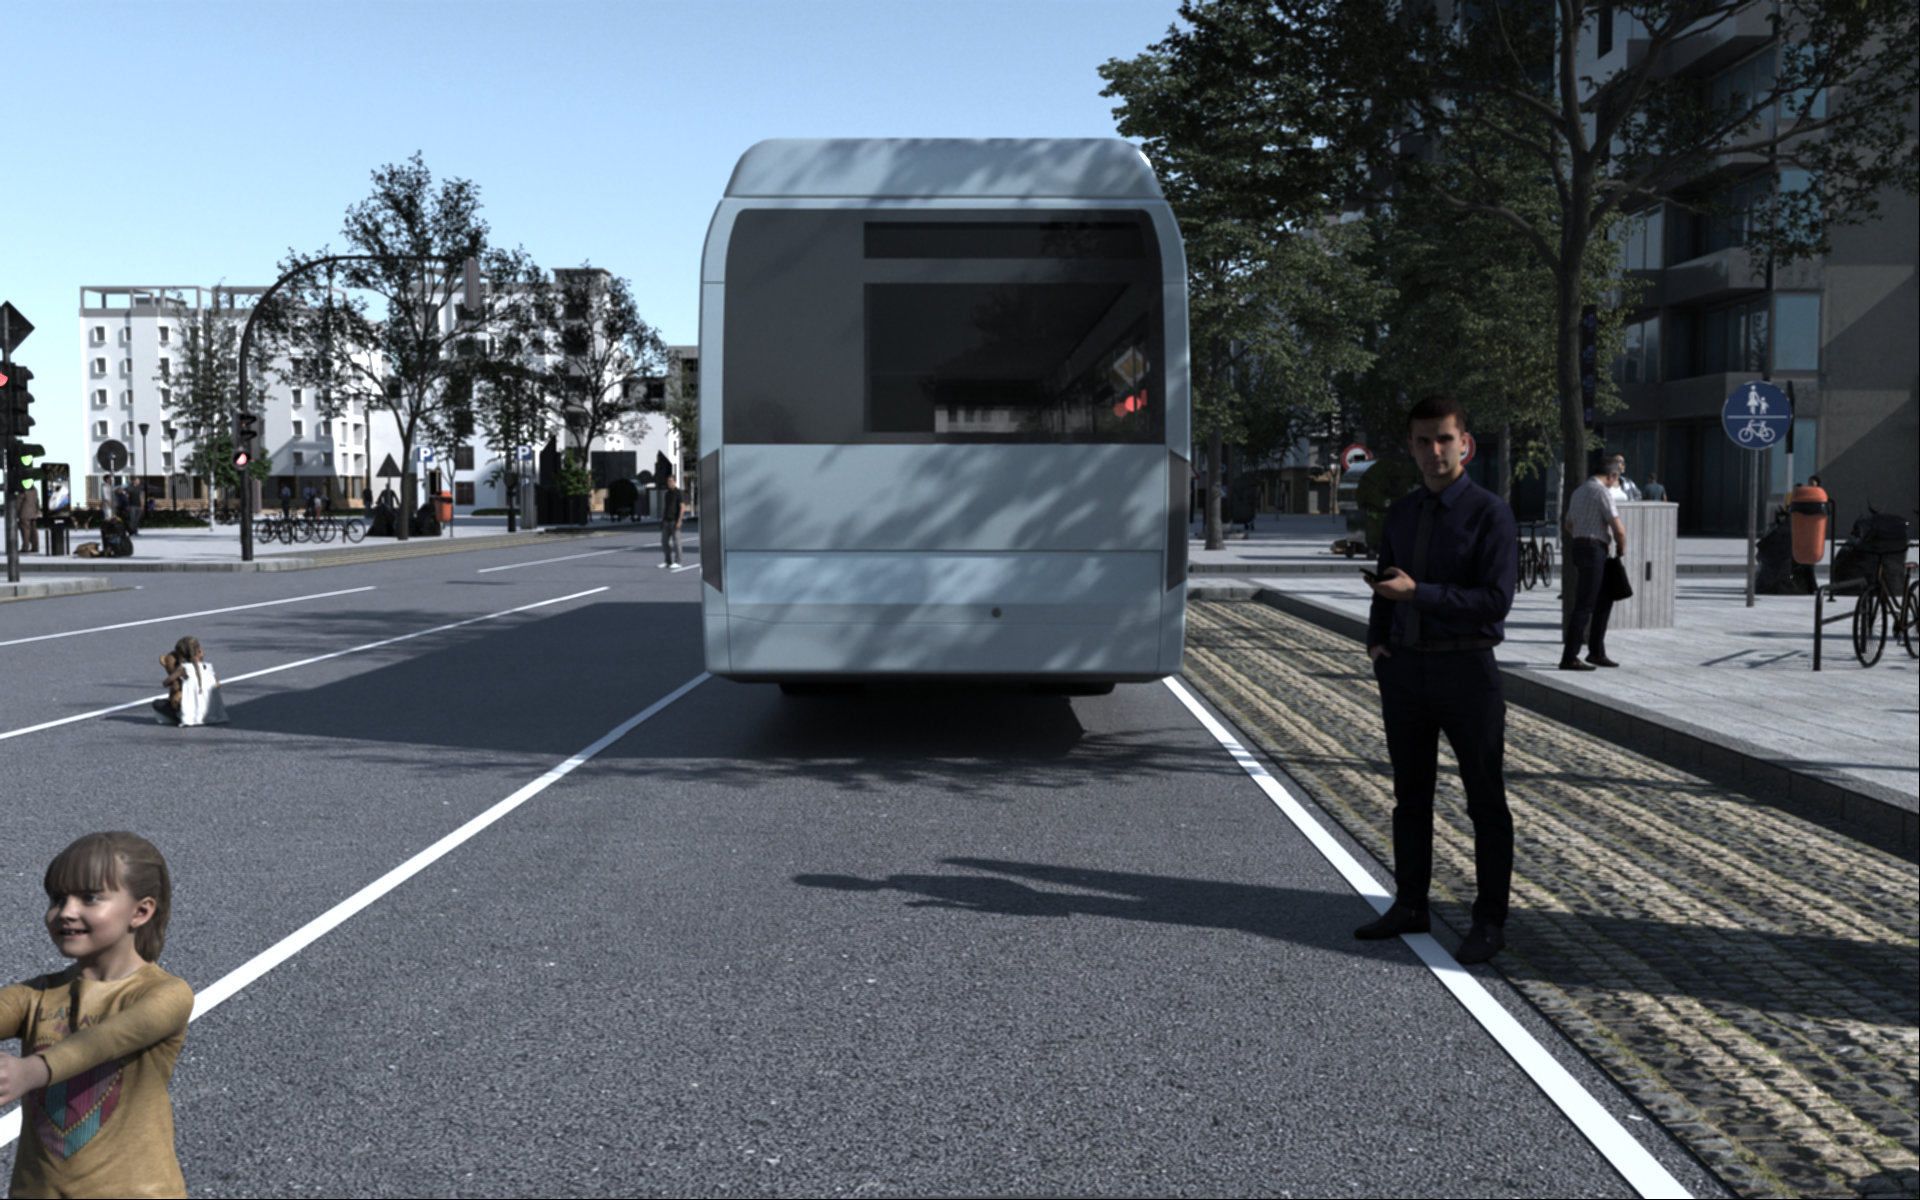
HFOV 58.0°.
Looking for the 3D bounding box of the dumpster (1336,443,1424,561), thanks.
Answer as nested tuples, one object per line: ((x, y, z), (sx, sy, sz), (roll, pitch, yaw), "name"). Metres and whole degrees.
((8.316, -1.923, 33.931), (1.502, 2.255, 1.985), (0, 4, 1), "dumpster")

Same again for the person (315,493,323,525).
((-26.654, -3.795, 71.995), (0.435, 1.345, 0.340), (3, 4, 36), "person")

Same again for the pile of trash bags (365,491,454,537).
((-16.286, -2.581, 51.958), (3.447, 1.369, 1.912), (3, 5, 40), "pile of trash bags")

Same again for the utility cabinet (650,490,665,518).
((-16.333, -5.163, 93.097), (0.318, 1.500, 1.173), (-2, 4, -28), "utility cabinet")

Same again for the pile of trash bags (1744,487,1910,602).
((10.957, -0.748, 21.980), (1.912, 1.369, 3.447), (2, 4, 32), "pile of trash bags")

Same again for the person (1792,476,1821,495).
((16.819, -1.646, 34.420), (0.566, 1.644, 0.517), (0, 4, 6), "person")

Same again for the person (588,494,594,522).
((-17.275, -4.315, 80.503), (0.340, 1.345, 0.435), (3, 4, 37), "person")

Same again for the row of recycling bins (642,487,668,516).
((-18.062, -5.834, 102.502), (1.069, 1.692, 3.534), (-2, 4, -27), "row of recycling bins")

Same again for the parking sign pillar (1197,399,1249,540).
((7.427, -3.688, 48.771), (1.447, 3.967, 1.447), (1, 4, 16), "parking sign pillar")

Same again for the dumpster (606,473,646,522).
((-15.231, -4.677, 78.963), (1.502, 2.255, 1.985), (0, 4, 1), "dumpster")

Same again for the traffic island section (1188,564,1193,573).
((3.282, -0.657, 33.024), (2.009, 0.180, 2.903), (0, 4, 1), "traffic island section")

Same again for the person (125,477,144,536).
((-25.107, -2.847, 52.713), (0.434, 1.807, 0.598), (2, 4, 31), "person")

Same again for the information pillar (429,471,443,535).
((-16.542, -3.066, 54.629), (0.304, 2.012, 0.304), (1, 4, 8), "information pillar")

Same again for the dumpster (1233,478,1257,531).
((9.824, -3.411, 61.536), (1.264, 1.857, 1.865), (0, 4, 1), "dumpster")

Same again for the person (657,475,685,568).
((-5.621, -1.530, 33.648), (0.434, 1.807, 0.598), (-3, 4, -36), "person")

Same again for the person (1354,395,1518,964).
((1.465, 0.230, 5.445), (0.576, 1.737, 0.504), (3, 5, 43), "person")

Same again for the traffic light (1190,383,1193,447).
((1.021, -3.067, 24.819), (4.771, 5.953, 1.251), (0, 4, 1), "traffic light")

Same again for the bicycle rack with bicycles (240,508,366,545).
((-17.386, -1.941, 45.115), (2.925, 0.926, 2.852), (2, 4, 28), "bicycle rack with bicycles")

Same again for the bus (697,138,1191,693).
((-0.103, -1.269, 15.603), (2.948, 3.499, 13.247), (0, 4, 0), "bus")

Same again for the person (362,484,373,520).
((-29.611, -4.923, 86.656), (0.434, 1.807, 0.598), (3, 5, 42), "person")

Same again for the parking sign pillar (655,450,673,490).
((-18.183, -7.210, 106.358), (1.447, 3.967, 1.447), (-3, 5, -45), "parking sign pillar")

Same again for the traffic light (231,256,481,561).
((-11.584, -3.578, 33.166), (4.771, 5.953, 1.251), (0, 4, 1), "traffic light")

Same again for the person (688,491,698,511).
((-20.520, -7.778, 134.043), (1.217, 1.723, 0.721), (2, 4, 32), "person")

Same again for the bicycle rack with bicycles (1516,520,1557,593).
((8.103, -0.603, 23.244), (2.852, 0.926, 2.925), (3, 4, 39), "bicycle rack with bicycles")

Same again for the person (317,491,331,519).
((-29.880, -4.403, 81.220), (0.628, 1.438, 0.799), (1, 4, 11), "person")

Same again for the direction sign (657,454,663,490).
((-17.000, -6.497, 98.226), (0.379, 3.537, 0.876), (1, 4, 9), "direction sign")

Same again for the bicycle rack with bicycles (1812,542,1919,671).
((7.655, 0.038, 12.756), (2.852, 0.926, 2.925), (3, 4, 38), "bicycle rack with bicycles")

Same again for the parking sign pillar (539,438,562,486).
((-18.785, -5.566, 79.478), (1.447, 3.967, 1.447), (-3, 5, -44), "parking sign pillar")

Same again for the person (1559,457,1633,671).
((4.653, -0.274, 12.736), (0.590, 1.554, 0.614), (-1, 4, -8), "person")

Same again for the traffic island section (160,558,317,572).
((-13.717, -0.674, 33.300), (2.009, 0.180, 2.903), (0, 4, 1), "traffic island section")

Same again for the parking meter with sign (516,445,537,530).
((-15.604, -4.052, 62.509), (0.543, 3.016, 1.738), (0, 4, -6), "parking meter with sign")

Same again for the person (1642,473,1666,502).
((17.288, -2.264, 43.190), (0.598, 1.807, 0.434), (1, 4, 16), "person")

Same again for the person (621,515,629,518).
((-18.002, -4.828, 92.898), (0.347, 0.859, 0.695), (-3, 4, -37), "person")

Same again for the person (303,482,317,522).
((-29.462, -4.445, 78.593), (0.709, 1.838, 0.599), (-2, 4, -30), "person")

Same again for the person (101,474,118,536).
((-22.597, -2.443, 46.126), (0.789, 1.805, 0.875), (0, 4, -7), "person")

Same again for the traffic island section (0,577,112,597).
((-13.845, -0.186, 25.316), (2.009, 0.180, 2.903), (0, 4, 1), "traffic island section")

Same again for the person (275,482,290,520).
((-31.216, -4.520, 79.807), (0.709, 1.838, 0.599), (3, 5, 39), "person")

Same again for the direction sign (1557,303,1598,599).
((7.510, -1.779, 21.088), (0.379, 3.537, 0.876), (0, 4, -5), "direction sign")

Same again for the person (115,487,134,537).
((-24.889, -2.606, 51.343), (0.600, 1.496, 0.574), (-1, 4, -9), "person")

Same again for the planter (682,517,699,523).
((-12.564, -3.898, 84.876), (1.991, 0.319, 1.994), (0, 4, 1), "planter")

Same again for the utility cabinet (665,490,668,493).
((-16.164, -5.235, 94.273), (0.318, 1.500, 1.173), (-3, 5, -42), "utility cabinet")

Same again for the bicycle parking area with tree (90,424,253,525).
((-34.044, -5.282, 73.366), (9.016, 4.147, 8.231), (0, 4, 1), "bicycle parking area with tree")

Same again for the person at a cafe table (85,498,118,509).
((-52.135, -5.946, 105.734), (1.622, 1.524, 1.698), (1, 4, 17), "person at a cafe table")

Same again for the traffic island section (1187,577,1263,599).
((3.154, -0.169, 25.040), (2.009, 0.180, 2.903), (0, 4, 1), "traffic island section")

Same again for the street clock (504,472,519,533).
((-14.956, -3.252, 57.747), (0.471, 2.002, 0.358), (2, 4, 29), "street clock")

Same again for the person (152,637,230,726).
((-4.798, 0.499, 10.819), (0.357, 0.543, 0.381), (2, 4, 25), "person")

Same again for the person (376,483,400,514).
((-24.926, -4.213, 75.473), (0.990, 1.755, 0.434), (0, 4, -4), "person")

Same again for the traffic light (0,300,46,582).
((-13.805, -2.218, 25.181), (0.839, 4.253, 0.868), (0, 4, 1), "traffic light")

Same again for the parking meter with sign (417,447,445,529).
((-19.321, -4.110, 63.461), (0.543, 3.016, 1.738), (-2, 4, -35), "parking meter with sign")

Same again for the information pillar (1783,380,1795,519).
((16.982, -2.700, 35.494), (0.183, 3.616, 0.504), (1, 4, 18), "information pillar")

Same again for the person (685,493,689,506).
((-28.634, -10.499, 180.917), (0.991, 1.433, 0.599), (2, 4, 33), "person")

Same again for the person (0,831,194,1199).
((-1.451, 0.836, 2.761), (0.347, 0.859, 0.695), (0, 4, 3), "person")

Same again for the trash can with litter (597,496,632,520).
((-17.059, -4.600, 86.262), (2.233, 1.210, 1.678), (-1, 4, -16), "trash can with litter")

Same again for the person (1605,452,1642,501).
((7.073, -0.740, 18.873), (0.841, 1.734, 0.376), (0, 4, -4), "person")

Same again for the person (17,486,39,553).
((-20.356, -1.903, 37.707), (0.434, 1.755, 0.990), (0, 4, 2), "person")

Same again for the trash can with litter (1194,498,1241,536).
((8.103, -2.587, 53.353), (2.233, 1.210, 1.678), (-2, 4, -28), "trash can with litter")

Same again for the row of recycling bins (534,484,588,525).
((-17.043, -4.066, 73.591), (1.069, 1.692, 3.534), (2, 4, 25), "row of recycling bins")
